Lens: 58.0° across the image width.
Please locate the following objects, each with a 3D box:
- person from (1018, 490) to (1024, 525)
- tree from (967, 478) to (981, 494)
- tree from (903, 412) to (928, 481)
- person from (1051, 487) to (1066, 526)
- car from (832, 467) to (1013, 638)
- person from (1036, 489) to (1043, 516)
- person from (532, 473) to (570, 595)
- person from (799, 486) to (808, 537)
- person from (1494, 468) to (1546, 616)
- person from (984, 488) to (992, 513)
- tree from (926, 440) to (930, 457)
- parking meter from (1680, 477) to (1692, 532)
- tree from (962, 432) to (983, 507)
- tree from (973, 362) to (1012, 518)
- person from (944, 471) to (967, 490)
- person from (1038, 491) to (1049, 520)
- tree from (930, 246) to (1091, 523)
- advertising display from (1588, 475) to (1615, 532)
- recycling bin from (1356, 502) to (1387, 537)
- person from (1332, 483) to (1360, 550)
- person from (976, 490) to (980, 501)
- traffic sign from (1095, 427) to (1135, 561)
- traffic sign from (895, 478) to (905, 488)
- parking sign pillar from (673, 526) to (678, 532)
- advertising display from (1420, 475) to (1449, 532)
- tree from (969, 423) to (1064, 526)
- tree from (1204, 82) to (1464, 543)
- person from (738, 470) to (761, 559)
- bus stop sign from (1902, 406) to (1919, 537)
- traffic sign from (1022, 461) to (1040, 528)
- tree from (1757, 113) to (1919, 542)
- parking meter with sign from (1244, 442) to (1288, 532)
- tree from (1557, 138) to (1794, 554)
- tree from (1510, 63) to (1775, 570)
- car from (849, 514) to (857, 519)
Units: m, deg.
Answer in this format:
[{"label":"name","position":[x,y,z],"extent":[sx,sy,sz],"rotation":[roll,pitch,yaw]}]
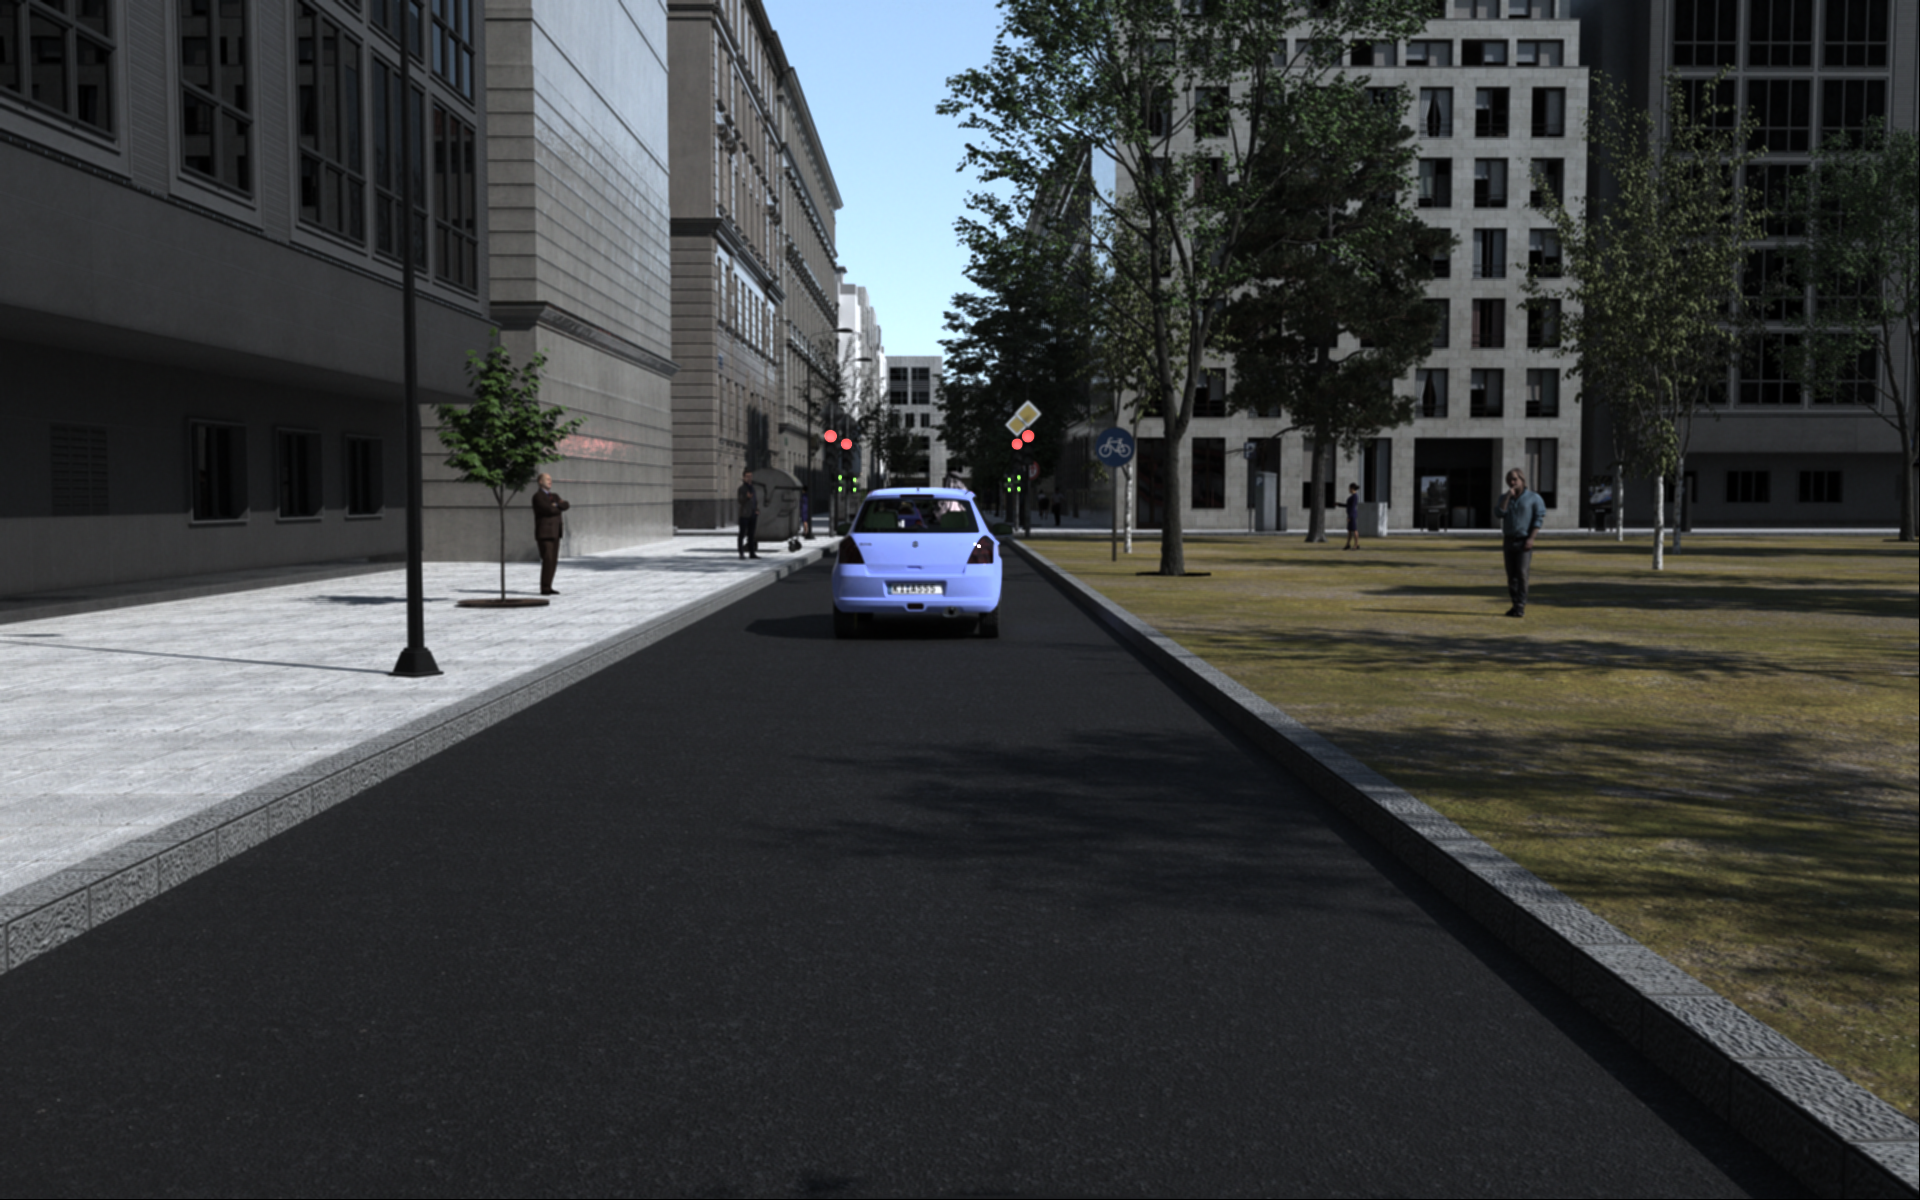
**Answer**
[{"label":"person","position":[2.551,-3.927,72.457],"extent":[0.499,1.552,0.429],"rotation":[3,5,42]},{"label":"tree","position":[1.421,-11.527,183.061],"extent":[1.663,3.219,1.824],"rotation":[0,3,0]},{"label":"tree","position":[-4.990,-12.296,151.395],"extent":[4.360,8.622,3.978],"rotation":[0,3,0]},{"label":"person","position":[3.944,-3.756,69.669],"extent":[0.614,1.554,0.590],"rotation":[1,4,23]},{"label":"car","position":[-0.397,-0.550,18.577],"extent":[1.945,1.707,3.694],"rotation":[0,4,1]},{"label":"person","position":[4.664,-5.625,100.226],"extent":[0.429,1.552,0.499],"rotation":[-1,4,-21]},{"label":"person","position":[-5.222,-0.845,22.122],"extent":[0.388,1.546,0.482],"rotation":[2,4,27]},{"label":"person","position":[-4.719,-2.652,51.771],"extent":[0.546,1.535,0.453],"rotation":[2,4,31]},{"label":"person","position":[5.892,-0.611,18.241],"extent":[0.429,1.552,0.499],"rotation":[-2,4,-25]},{"label":"person","position":[1.867,-6.556,114.149],"extent":[0.541,1.710,0.530],"rotation":[0,4,-6]},{"label":"tree","position":[-5.701,-15.438,202.775],"extent":[4.737,8.622,4.395],"rotation":[0,3,0]},{"label":"parking meter","position":[24.490,-3.230,58.522],"extent":[0.255,1.863,0.399],"rotation":[-1,4,-22]},{"label":"tree","position":[2.047,-13.464,170.502],"extent":[4.737,8.622,4.395],"rotation":[0,3,0]},{"label":"tree","position":[2.362,-8.722,92.960],"extent":[4.360,8.622,3.978],"rotation":[0,3,0]},{"label":"person","position":[-0.091,-0.874,23.451],"extent":[0.621,1.740,0.551],"rotation":[2,4,24]},{"label":"person","position":[4.199,-4.783,87.435],"extent":[0.799,1.438,0.628],"rotation":[3,4,36]},{"label":"tree","position":[2.653,-9.744,77.444],"extent":[7.486,12.596,7.792],"rotation":[0,3,0]},{"label":"advertising display","position":[21.936,-3.306,59.263],"extent":[0.123,1.923,0.974],"rotation":[-2,4,-34]},{"label":"recycling bin","position":[12.341,-2.406,51.898],"extent":[0.722,1.027,0.722],"rotation":[2,4,33]},{"label":"person","position":[8.829,-1.902,39.504],"extent":[0.546,1.535,0.453],"rotation":[-1,4,-8]},{"label":"person","position":[2.036,-11.422,192.883],"extent":[0.705,1.812,1.348],"rotation":[0,4,5]},{"label":"traffic sign","position":[2.941,-2.007,32.920],"extent":[0.768,2.556,0.104],"rotation":[0,4,8]},{"label":"traffic sign","position":[-4.616,-8.192,133.945],"extent":[0.884,2.594,0.081],"rotation":[0,4,2]},{"label":"parking sign pillar","position":[-10.323,-4.297,58.725],"extent":[1.447,3.967,1.447],"rotation":[0,4,4]},{"label":"advertising display","position":[16.226,-3.307,59.287],"extent":[0.974,1.923,0.123],"rotation":[3,4,37]},{"label":"tree","position":[2.508,-5.255,69.635],"extent":[4.285,4.588,4.351],"rotation":[0,3,0]},{"label":"tree","position":[9.578,-7.569,45.811],"extent":[6.751,12.117,7.091],"rotation":[0,3,0]},{"label":"person","position":[-4.072,-1.678,34.014],"extent":[0.617,1.759,0.750],"rotation":[-3,5,-40]},{"label":"bus stop sign","position":[28.731,-3.850,51.957],"extent":[0.837,3.901,0.837],"rotation":[2,4,28]},{"label":"traffic sign","position":[2.594,-3.943,64.570],"extent":[0.768,2.556,0.104],"rotation":[0,4,3]},{"label":"tree","position":[25.597,-7.383,46.469],"extent":[9.928,11.665,9.643],"rotation":[0,3,0]},{"label":"parking meter with sign","position":[10.429,-3.832,58.907],"extent":[1.738,3.016,0.543],"rotation":[-3,5,-40]},{"label":"tree","position":[15.393,-5.290,36.854],"extent":[4.360,8.622,3.978],"rotation":[0,3,0]},{"label":"tree","position":[11.626,-4.821,29.191],"extent":[4.737,8.622,4.395],"rotation":[0,3,0]},{"label":"car","position":[-1.624,-1.697,40.324],"extent":[1.945,1.354,3.894],"rotation":[0,4,-1]}]
